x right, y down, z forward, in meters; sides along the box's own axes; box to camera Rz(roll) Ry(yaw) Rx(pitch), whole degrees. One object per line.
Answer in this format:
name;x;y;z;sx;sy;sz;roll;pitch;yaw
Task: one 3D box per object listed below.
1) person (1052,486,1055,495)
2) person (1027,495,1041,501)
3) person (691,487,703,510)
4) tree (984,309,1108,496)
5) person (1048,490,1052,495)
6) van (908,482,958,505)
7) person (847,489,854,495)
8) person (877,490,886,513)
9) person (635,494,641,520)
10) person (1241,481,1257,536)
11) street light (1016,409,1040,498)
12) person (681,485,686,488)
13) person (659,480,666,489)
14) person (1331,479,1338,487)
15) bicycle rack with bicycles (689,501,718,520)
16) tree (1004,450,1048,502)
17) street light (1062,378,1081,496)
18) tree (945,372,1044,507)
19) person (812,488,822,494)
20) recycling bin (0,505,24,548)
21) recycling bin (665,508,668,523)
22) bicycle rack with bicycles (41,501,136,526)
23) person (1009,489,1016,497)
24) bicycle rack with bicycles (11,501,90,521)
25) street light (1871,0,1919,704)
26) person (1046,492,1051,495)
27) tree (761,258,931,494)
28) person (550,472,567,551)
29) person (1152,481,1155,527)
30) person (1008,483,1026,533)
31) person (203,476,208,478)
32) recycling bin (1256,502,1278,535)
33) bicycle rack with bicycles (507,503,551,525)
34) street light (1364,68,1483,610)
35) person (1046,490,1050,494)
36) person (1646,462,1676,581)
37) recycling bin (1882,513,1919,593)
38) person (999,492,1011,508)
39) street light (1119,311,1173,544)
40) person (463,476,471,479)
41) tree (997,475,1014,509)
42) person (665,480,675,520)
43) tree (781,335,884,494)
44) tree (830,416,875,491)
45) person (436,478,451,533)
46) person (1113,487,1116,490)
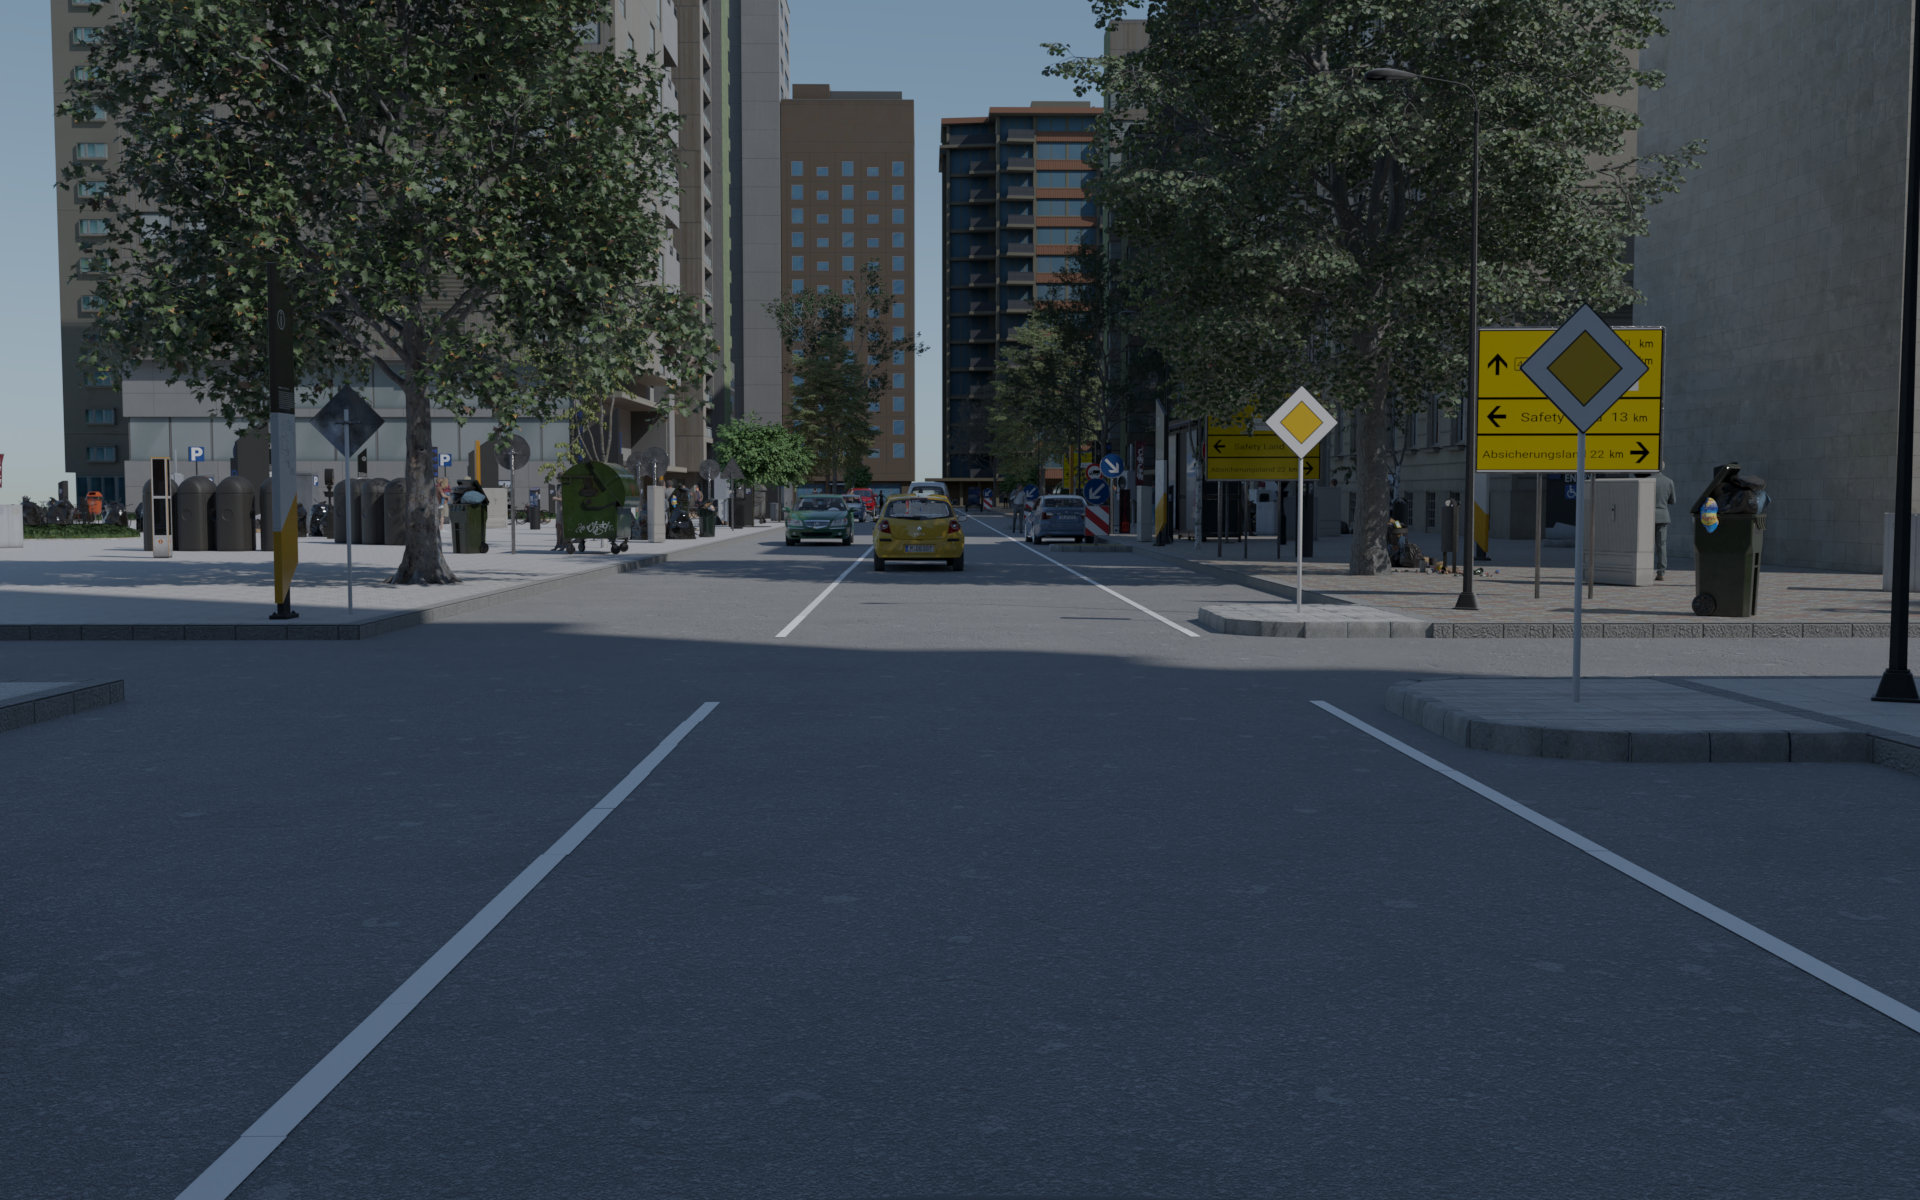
person;6.263;-6.707;115.664;0.705;1.831;1.348;1;4;12
person;4.355;-5.773;100.979;0.990;1.755;0.434;2;4;26
person;-16.702;-6.315;109.828;0.617;1.759;0.750;1;4;14
tree;5.466;-11.453;105.379;7.486;12.596;7.792;0;3;0
person;7.679;-8.564;147.533;0.415;1.643;0.593;3;5;42
van;-1.091;-3.327;61.407;2.013;2.044;4.112;0;4;1
person;-6.480;-5.843;104.570;0.617;1.759;0.750;3;4;38
person;-5.820;-7.345;129.305;0.721;1.735;1.217;3;5;41
person;-13.262;-3.715;71.031;0.590;1.304;0.306;-3;4;-37
person;8.740;-2.908;52.950;0.474;1.900;0.648;-2;4;-28
street light;3.722;-7.412;93.723;1.470;5.913;1.316;0;4;-1
person;-13.674;-4.774;84.942;0.643;1.720;0.563;-1;4;-10
person;-10.986;-3.501;63.551;0.793;1.790;0.793;3;4;36
person;11.395;-2.845;53.127;0.524;1.755;0.480;3;5;39
bicycle rack with bicycles;-13.330;-4.557;87.895;2.925;0.926;2.852;-1;4;-20
tree;4.803;-8.788;127.392;4.285;4.588;4.351;0;3;0
street light;4.215;-5.893;68.886;1.470;5.913;1.316;0;4;-1
tree;3.502;-15.922;170.687;12.009;13.543;11.850;0;3;0
person;-10.041;-7.007;121.417;0.742;1.727;0.445;-3;4;-36
recycling bin;-22.864;-1.757;41.285;0.722;1.027;0.722;3;4;36
recycling bin;-11.296;-3.387;67.929;0.722;1.027;0.722;0;4;3
bicycle rack with bicycles;-31.640;-3.081;63.752;2.852;0.926;2.925;0;4;-8
person;5.352;-9.946;168.617;1.348;1.831;0.705;-2;4;-27
bicycle rack with bicycles;-48.110;-4.741;90.902;2.925;0.926;2.852;1;4;19
street light;5.289;-2.327;10.593;1.470;5.913;1.316;0;4;-1
person;7.084;-7.713;135.338;0.799;1.438;0.628;0;4;-5
tree;-9.185;-17.304;138.807;12.611;20.169;13.585;0;3;0
person;-9.026;-2.000;39.089;0.374;1.781;0.599;-2;4;-25
person;7.677;-3.792;68.382;0.721;1.781;0.623;3;4;38
person;2.105;-3.363;63.593;0.679;1.850;0.850;-1;4;-14
person;-19.675;-2.340;44.871;0.480;1.755;0.524;2;4;23
recycling bin;9.821;-2.568;54.540;0.722;1.027;0.722;-3;5;-43
bicycle rack with bicycles;-18.944;-3.606;72.344;2.925;0.926;2.852;1;4;16
street light;5.107;-2.847;19.088;1.470;5.913;1.316;0;4;-1
person;7.014;-8.070;139.462;0.415;1.643;0.593;-2;4;-32
person;10.307;-1.200;25.845;0.661;1.801;0.590;-1;4;-9
recycling bin;12.559;-0.626;22.789;0.722;1.027;0.722;2;4;28
person;4.270;-9.530;161.875;1.348;1.823;0.705;0;4;-5
street light;4.732;-4.374;44.049;1.470;5.913;1.316;0;4;-1
person;-14.302;-2.691;50.231;0.537;1.800;0.526;1;4;22
tree;4.045;-9.661;152.552;1.663;3.219;1.824;0;3;0
person;-10.321;-3.415;62.242;0.716;1.782;0.532;-1;4;-13
tree;-9.203;-12.558;123.446;7.486;12.596;7.792;0;3;0
tree;-9.892;-12.620;156.696;4.737;8.622;4.395;0;3;0
person;-17.097;-3.134;57.260;0.580;1.828;0.573;1;4;10
person;9.423;-5.996;104.792;0.721;1.743;1.217;2;4;25
